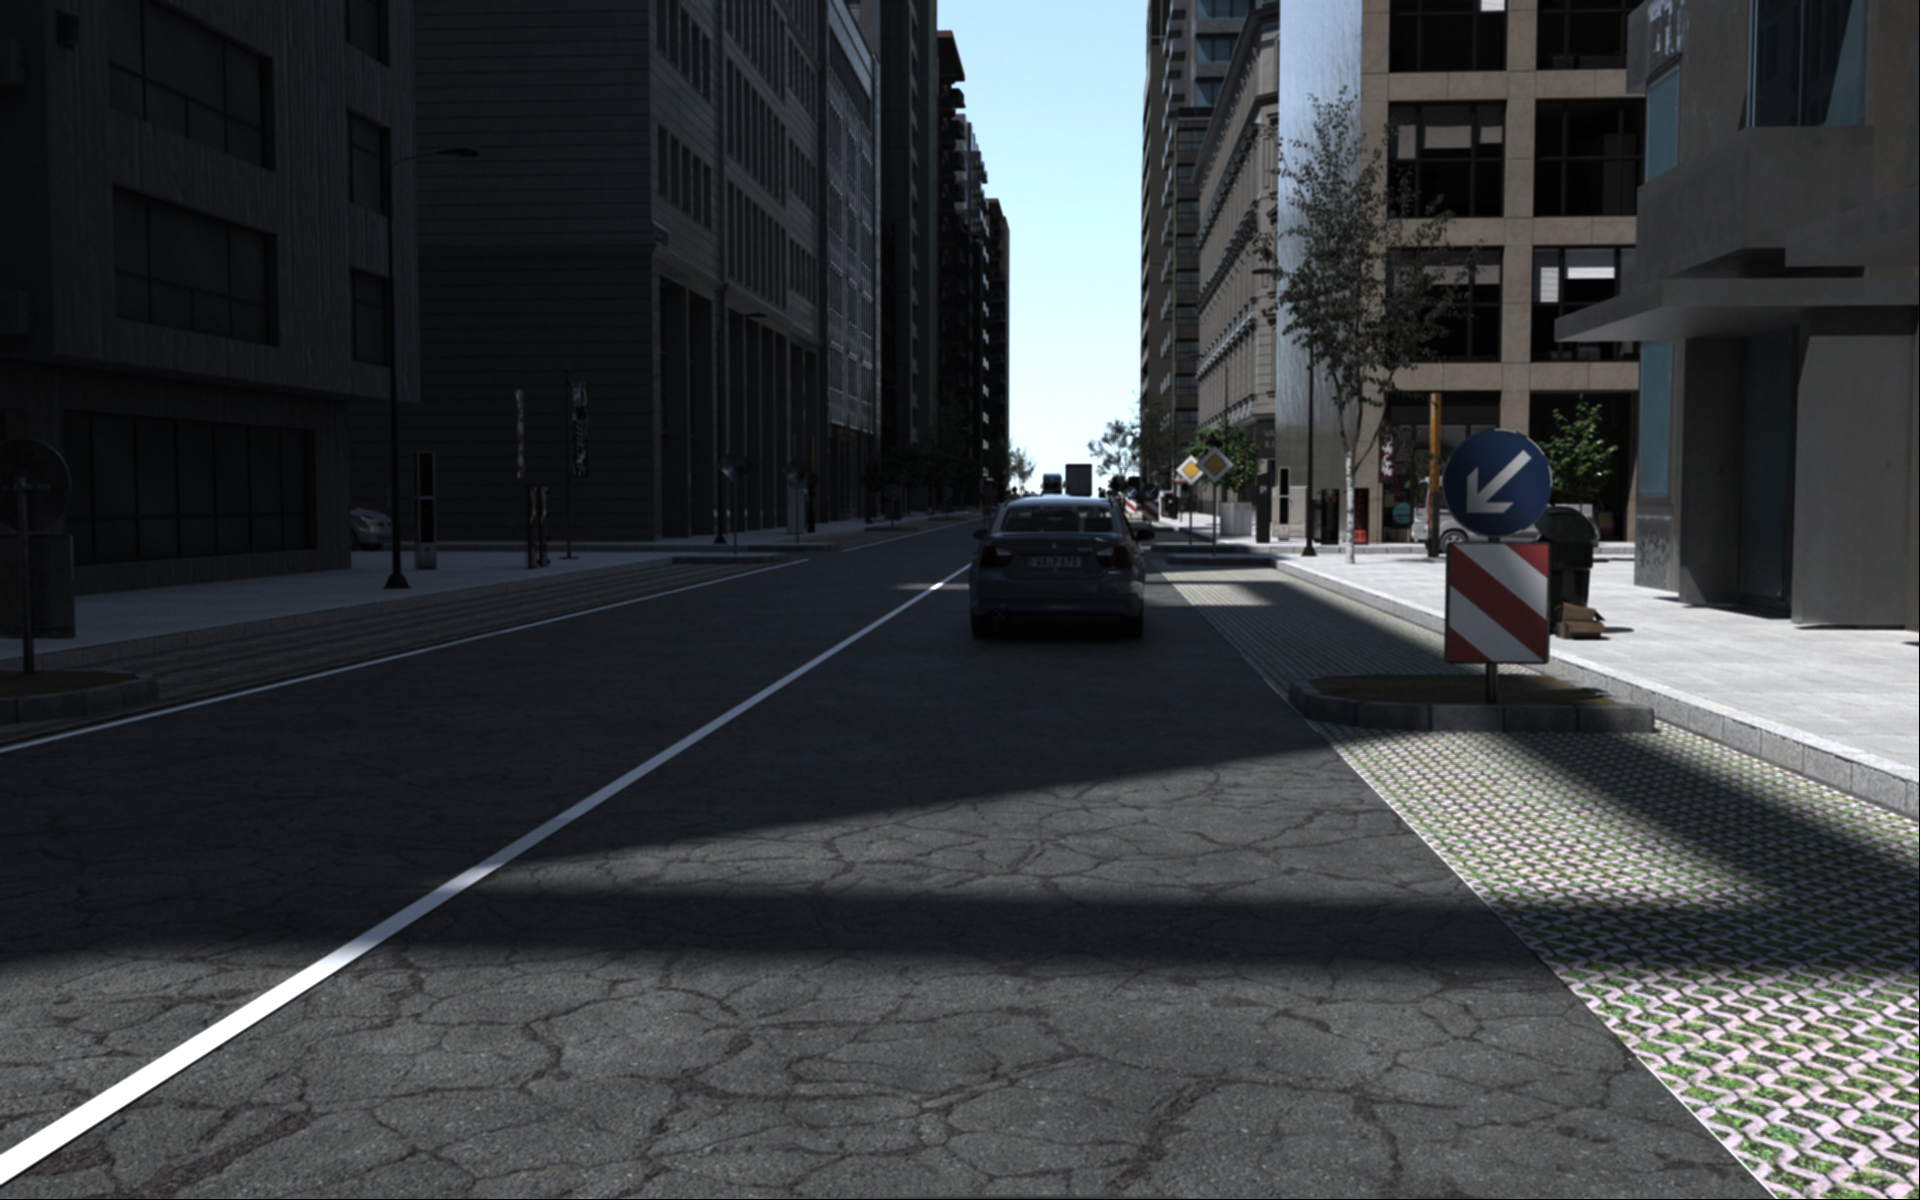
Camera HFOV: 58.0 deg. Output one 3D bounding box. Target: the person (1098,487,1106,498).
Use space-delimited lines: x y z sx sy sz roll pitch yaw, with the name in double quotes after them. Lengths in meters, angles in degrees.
8.542 -5.934 105.294 0.755 1.850 0.659 -1 4 -11 "person"

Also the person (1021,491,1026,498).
6.553 -10.018 173.026 1.217 1.736 0.721 1 4 12 "person"

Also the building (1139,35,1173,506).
29.955 -34.029 180.078 21.300 48.544 21.600 0 4 4 "building"

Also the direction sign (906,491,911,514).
-3.257 -7.186 109.495 0.876 3.537 0.379 -1 4 -12 "direction sign"

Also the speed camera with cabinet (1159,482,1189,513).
14.346 -7.450 116.141 2.038 3.252 0.660 -2 4 -25 "speed camera with cabinet"

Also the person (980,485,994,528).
1.176 -3.987 73.661 0.573 1.828 0.580 3 5 39 "person"

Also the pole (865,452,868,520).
-4.483 -5.489 83.590 0.158 3.312 0.155 0 3 0 "pole"

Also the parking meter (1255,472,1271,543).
7.929 -2.427 45.395 0.399 1.863 0.255 1 4 10 "parking meter"

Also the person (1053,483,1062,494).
4.174 -3.950 72.449 0.474 1.900 0.648 -3 4 -37 "person"

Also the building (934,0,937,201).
-9.323 -30.037 141.208 14.600 45.320 14.200 0 4 4 "building"

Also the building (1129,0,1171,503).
34.101 -49.091 240.889 20.563 71.187 20.611 0 4 4 "building"

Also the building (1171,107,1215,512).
23.199 -22.051 132.234 14.160 30.474 14.107 0 4 4 "building"

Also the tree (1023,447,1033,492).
5.813 -16.016 212.224 4.737 8.622 4.395 0 3 0 "tree"

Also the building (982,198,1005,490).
-4.985 -36.416 250.026 22.147 44.769 28.867 0 4 4 "building"

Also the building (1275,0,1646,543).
27.943 -15.183 52.752 34.151 26.468 19.350 0 4 4 "building"

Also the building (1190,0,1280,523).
22.534 -19.512 95.432 17.030 29.872 44.131 0 4 4 "building"

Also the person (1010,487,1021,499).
2.176 -3.542 67.254 0.563 1.720 0.643 -2 4 -35 "person"

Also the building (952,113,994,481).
-7.963 -36.747 220.426 23.786 49.044 30.456 0 4 4 "building"

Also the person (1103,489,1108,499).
10.650 -7.303 127.933 0.705 1.821 1.348 -1 4 -16 "person"

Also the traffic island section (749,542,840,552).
-4.203 -1.366 44.613 2.009 0.180 2.903 0 4 4 "traffic island section"

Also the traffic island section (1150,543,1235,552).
5.862 -1.322 43.891 2.009 0.180 2.903 0 4 4 "traffic island section"

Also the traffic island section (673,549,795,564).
-4.773 -0.879 36.649 2.009 0.180 2.903 0 4 4 "traffic island section"

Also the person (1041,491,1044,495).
8.496 -10.308 177.590 0.434 1.755 0.990 2 4 29 "person"

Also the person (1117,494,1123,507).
11.724 -7.072 127.381 0.557 1.426 1.065 3 5 43 "person"

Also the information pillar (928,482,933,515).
-1.809 -6.142 104.910 0.304 2.012 0.304 0 4 -1 "information pillar"

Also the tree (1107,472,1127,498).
23.848 -16.925 260.439 4.285 4.588 4.351 0 3 0 "tree"

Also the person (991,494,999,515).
2.289 -6.682 120.970 0.991 1.433 0.599 1 4 22 "person"

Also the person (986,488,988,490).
1.877 -6.583 116.155 0.581 1.822 0.654 1 4 14 "person"

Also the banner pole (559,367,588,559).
-7.573 -2.695 34.080 0.863 3.779 0.401 3 5 40 "banner pole"

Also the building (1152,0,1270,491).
29.426 -32.655 153.520 23.786 49.044 30.456 0 4 4 "building"

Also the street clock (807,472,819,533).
-4.958 -3.247 57.652 0.471 2.002 0.358 -3 5 -40 "street clock"

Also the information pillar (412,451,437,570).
-9.119 -1.530 29.506 0.304 2.012 0.304 -2 4 -31 "information pillar"

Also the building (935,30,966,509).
-11.009 -31.087 162.893 22.147 44.769 28.867 0 4 4 "building"

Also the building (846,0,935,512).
-9.406 -27.109 126.819 14.154 41.232 14.086 0 4 4 "building"

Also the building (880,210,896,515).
-10.841 -16.798 104.327 12.332 23.373 15.834 0 4 4 "building"

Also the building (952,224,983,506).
-4.969 -25.242 184.401 14.160 30.474 14.107 0 4 4 "building"

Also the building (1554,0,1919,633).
18.080 -23.845 9.479 23.786 49.044 30.456 0 4 4 "building"

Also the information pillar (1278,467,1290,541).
8.894 -2.632 47.522 0.304 2.012 0.304 1 4 11 "information pillar"

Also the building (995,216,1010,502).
0.546 -37.985 271.163 14.600 45.320 14.200 0 4 4 "building"

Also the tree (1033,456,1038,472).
9.204 -18.730 256.589 4.737 8.622 4.395 0 3 0 "tree"

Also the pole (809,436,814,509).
-5.230 -4.108 61.009 0.158 3.312 0.155 0 3 0 "pole"

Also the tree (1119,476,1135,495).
18.152 -11.700 185.888 1.663 3.219 1.824 0 3 0 "tree"

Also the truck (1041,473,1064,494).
12.103 -14.647 229.238 2.967 4.110 18.799 0 4 2 "truck"

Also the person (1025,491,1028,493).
6.470 -9.880 170.828 0.721 1.735 1.217 -1 4 -20 "person"

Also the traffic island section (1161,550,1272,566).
5.292 -0.835 35.926 2.009 0.180 2.903 0 4 4 "traffic island section"

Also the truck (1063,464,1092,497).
11.330 -10.837 166.099 2.839 4.237 11.283 0 4 3 "truck"

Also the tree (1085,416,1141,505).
19.276 -16.582 205.527 8.767 10.594 7.601 -3 5 -40 "tree"

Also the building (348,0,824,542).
-12.560 -17.334 60.908 11.434 29.767 29.804 0 4 4 "building"

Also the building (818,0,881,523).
-11.082 -16.381 85.845 12.078 24.808 19.932 0 4 4 "building"

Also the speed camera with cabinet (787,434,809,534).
-5.239 -3.773 56.029 0.660 3.252 2.038 0 4 -1 "speed camera with cabinet"

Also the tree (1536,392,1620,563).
11.845 -2.346 32.957 1.663 3.219 1.824 0 3 0 "tree"

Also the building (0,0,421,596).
-16.709 -15.572 26.298 14.107 30.474 14.160 0 4 4 "building"

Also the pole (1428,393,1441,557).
9.622 -2.524 35.110 0.158 3.312 0.155 0 3 0 "pole"

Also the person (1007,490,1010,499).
3.661 -7.162 126.308 0.721 1.735 1.217 0 4 -7 "person"
